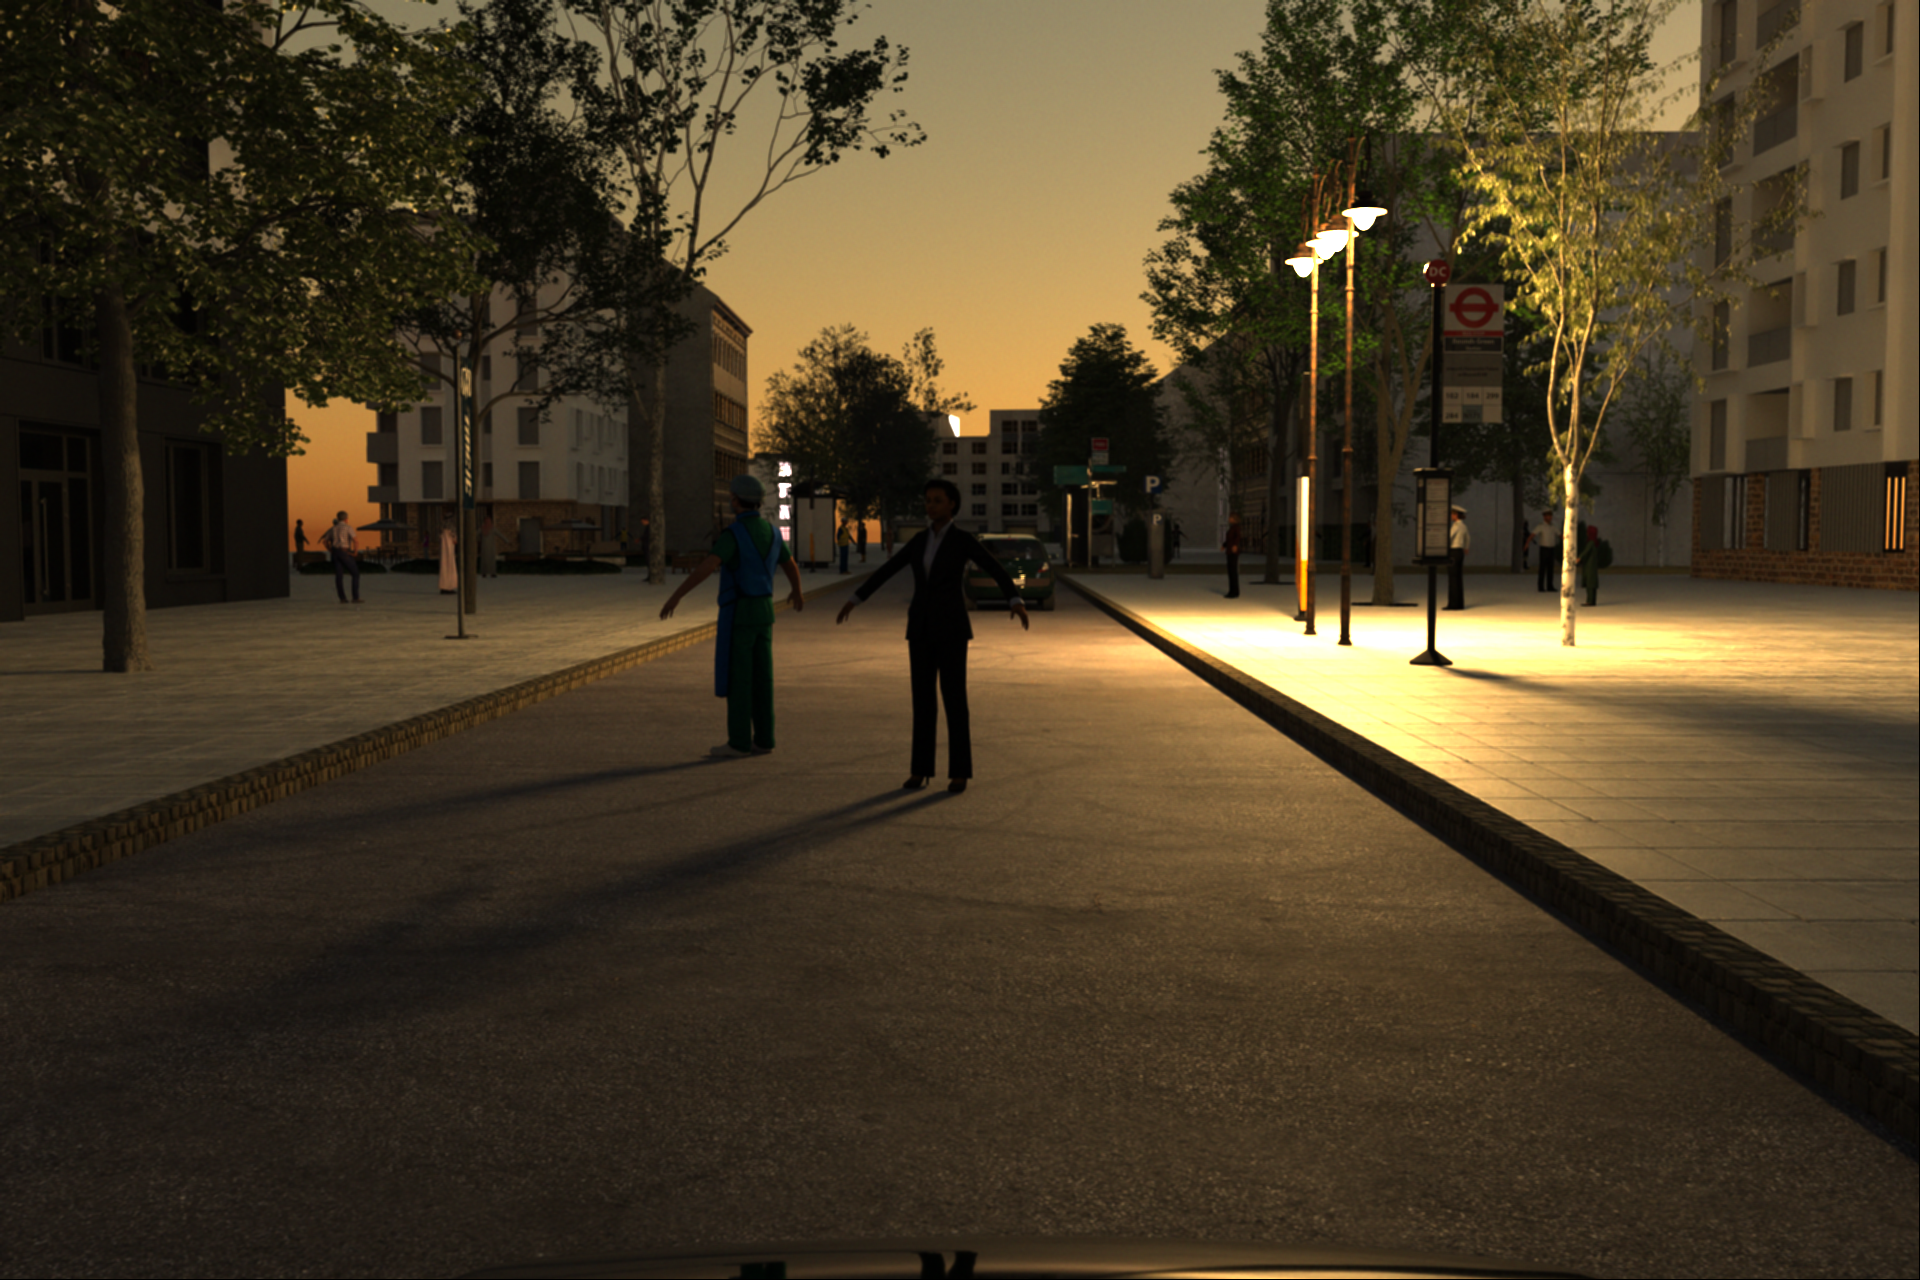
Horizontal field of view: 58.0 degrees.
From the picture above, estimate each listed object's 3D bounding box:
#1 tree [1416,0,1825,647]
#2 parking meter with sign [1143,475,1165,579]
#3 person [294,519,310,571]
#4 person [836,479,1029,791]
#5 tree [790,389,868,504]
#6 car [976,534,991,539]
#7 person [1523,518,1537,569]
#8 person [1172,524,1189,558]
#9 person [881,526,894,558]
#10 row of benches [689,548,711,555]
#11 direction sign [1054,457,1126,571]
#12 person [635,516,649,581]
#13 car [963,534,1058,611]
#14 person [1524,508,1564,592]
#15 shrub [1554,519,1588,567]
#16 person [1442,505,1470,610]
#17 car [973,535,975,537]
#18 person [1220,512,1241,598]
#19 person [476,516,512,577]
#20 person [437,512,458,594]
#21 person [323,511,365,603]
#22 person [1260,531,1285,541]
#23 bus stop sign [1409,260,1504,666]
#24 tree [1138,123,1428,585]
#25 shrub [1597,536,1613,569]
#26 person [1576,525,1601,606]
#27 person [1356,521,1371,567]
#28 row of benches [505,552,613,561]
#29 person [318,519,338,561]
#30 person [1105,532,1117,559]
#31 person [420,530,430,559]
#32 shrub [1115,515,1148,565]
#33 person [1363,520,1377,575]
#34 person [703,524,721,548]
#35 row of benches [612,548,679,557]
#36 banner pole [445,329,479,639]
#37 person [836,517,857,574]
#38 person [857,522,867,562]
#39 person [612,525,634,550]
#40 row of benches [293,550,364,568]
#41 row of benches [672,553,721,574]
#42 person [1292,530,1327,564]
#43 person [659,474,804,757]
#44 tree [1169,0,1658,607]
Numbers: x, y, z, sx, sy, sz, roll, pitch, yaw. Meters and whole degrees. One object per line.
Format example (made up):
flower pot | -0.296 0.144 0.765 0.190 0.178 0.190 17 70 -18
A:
tree | 6.716 -4.232 19.551 4.360 8.622 3.978 0 3 0
parking meter with sign | 5.681 -3.313 50.430 0.543 3.016 1.738 0 4 0
person | -23.099 -3.328 60.681 0.705 1.796 1.348 -3 4 -37
person | -0.152 -0.030 9.665 1.216 1.740 0.721 2 4 29
tree | -6.897 -8.486 89.113 4.737 8.622 4.395 0 3 0
car | 1.593 -5.458 99.465 2.015 1.641 3.980 0 4 0
person | 20.642 -3.517 63.290 1.354 1.856 0.705 -3 5 -44
person | 11.768 -5.383 94.149 1.345 1.843 0.704 1 4 16
person | -3.803 -5.188 91.620 0.721 1.733 1.217 -2 4 -33
row of benches | -10.152 -3.641 74.992 4.104 0.672 1.422 2 4 35
direction sign | 4.521 -4.339 59.704 2.525 3.948 1.411 0 4 0
person | -8.562 -2.479 47.028 0.568 1.767 0.683 -2 4 -31
car | 0.933 -1.460 33.660 2.009 1.686 4.222 0 4 0
person | 13.069 -2.001 38.509 1.343 1.855 0.704 -1 4 -19
shrub | 24.074 -3.886 67.957 1.690 2.028 1.600 0 3 0
person | 8.313 -1.395 29.277 0.721 1.778 1.216 3 5 41
car | 0.585 -8.299 147.695 2.014 1.417 4.499 0 4 1
person | 5.394 -1.704 34.669 0.721 1.729 1.215 0 4 -3
person | -13.988 -2.767 51.382 1.347 1.811 0.704 0 4 -3
person | -10.868 -1.843 36.850 0.551 1.740 0.621 3 4 36
person | -11.472 -1.550 32.318 0.756 1.711 0.436 2 4 26
person | 16.602 -5.269 92.077 1.347 1.837 0.705 1 4 14
bus stop sign | 4.858 -1.727 16.937 0.855 3.939 0.416 0 4 0
tree | 8.136 -7.230 43.973 9.928 11.665 9.643 0 3 0
shrub | 23.686 -3.239 64.081 1.383 1.207 1.383 0 3 0
person | 11.188 -1.325 30.874 0.599 1.438 0.989 3 5 39
person | 15.795 -3.710 66.888 0.704 1.802 1.346 -2 4 -24
row of benches | -13.839 -2.761 60.605 4.104 0.672 1.422 0 4 7
person | -22.737 -3.503 63.132 1.347 1.847 0.705 0 4 -7
person | 7.788 -5.158 90.526 1.347 1.806 0.705 1 4 14
person | -21.077 -3.604 68.192 0.599 1.433 0.991 0 4 -4
shrub | 7.383 -4.208 72.835 1.661 2.075 1.752 0 3 0
person | 12.907 -2.885 53.938 0.721 1.736 1.217 -1 4 -17
person | -12.623 -5.099 89.498 1.348 1.813 0.705 0 4 5
row of benches | -13.574 -3.654 75.204 1.422 0.672 4.104 2 4 27
banner pole | -6.144 -1.924 21.482 0.401 3.779 0.863 0 4 1
person | -3.670 -3.016 55.283 0.705 1.833 1.349 1 4 21
person | -4.420 -4.420 78.398 0.704 1.812 1.346 -1 4 -15
person | -18.445 -5.409 94.897 1.216 1.772 0.721 -2 4 -28
row of benches | -24.642 -3.081 65.842 4.104 0.672 1.422 -3 5 -39
row of benches | -8.585 -2.585 57.723 1.422 0.672 4.104 1 4 11
person | 13.984 -3.889 69.348 1.354 1.858 0.705 1 4 17
person | -1.405 -0.163 11.247 0.704 1.817 1.347 2 4 33
tree | 7.749 -6.417 30.673 9.928 11.665 9.643 0 3 0
